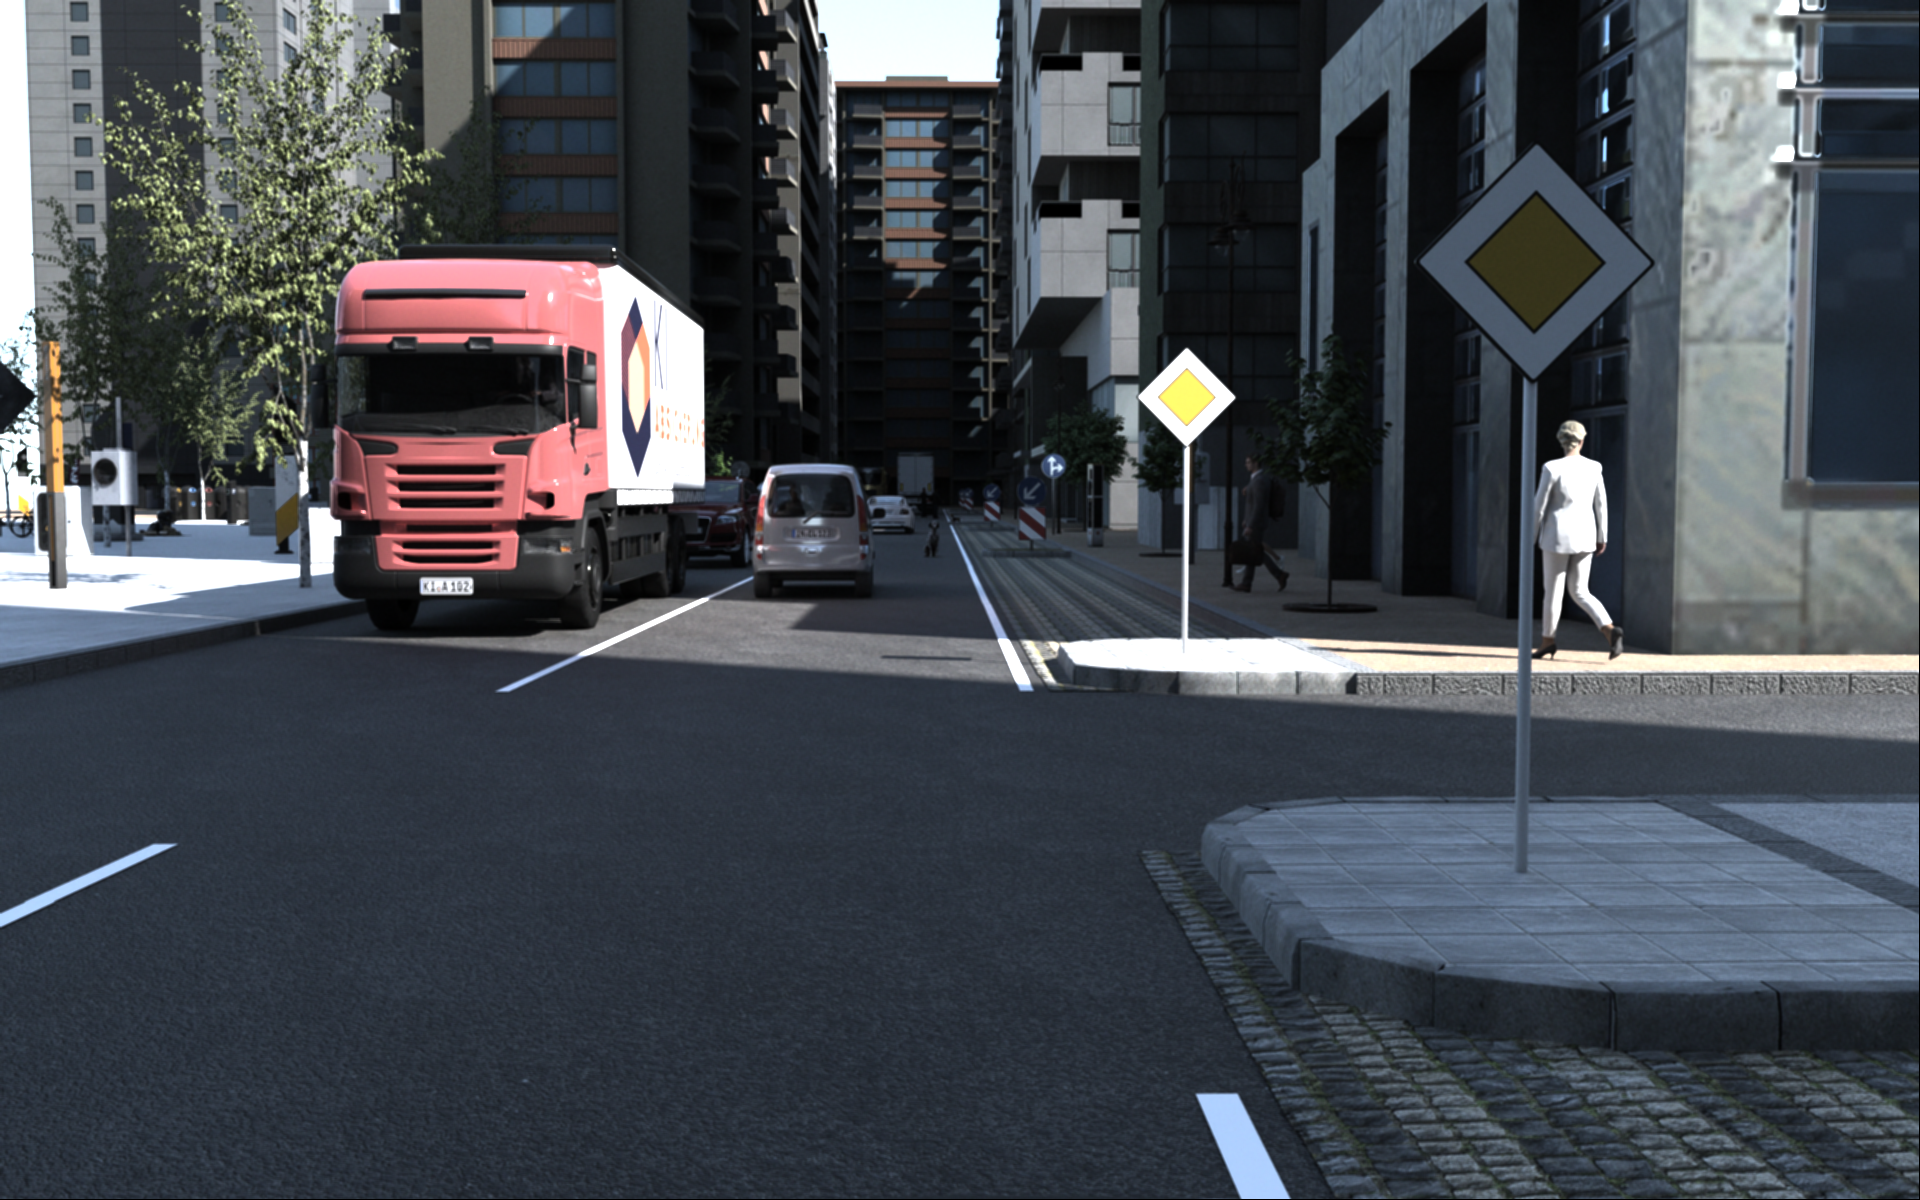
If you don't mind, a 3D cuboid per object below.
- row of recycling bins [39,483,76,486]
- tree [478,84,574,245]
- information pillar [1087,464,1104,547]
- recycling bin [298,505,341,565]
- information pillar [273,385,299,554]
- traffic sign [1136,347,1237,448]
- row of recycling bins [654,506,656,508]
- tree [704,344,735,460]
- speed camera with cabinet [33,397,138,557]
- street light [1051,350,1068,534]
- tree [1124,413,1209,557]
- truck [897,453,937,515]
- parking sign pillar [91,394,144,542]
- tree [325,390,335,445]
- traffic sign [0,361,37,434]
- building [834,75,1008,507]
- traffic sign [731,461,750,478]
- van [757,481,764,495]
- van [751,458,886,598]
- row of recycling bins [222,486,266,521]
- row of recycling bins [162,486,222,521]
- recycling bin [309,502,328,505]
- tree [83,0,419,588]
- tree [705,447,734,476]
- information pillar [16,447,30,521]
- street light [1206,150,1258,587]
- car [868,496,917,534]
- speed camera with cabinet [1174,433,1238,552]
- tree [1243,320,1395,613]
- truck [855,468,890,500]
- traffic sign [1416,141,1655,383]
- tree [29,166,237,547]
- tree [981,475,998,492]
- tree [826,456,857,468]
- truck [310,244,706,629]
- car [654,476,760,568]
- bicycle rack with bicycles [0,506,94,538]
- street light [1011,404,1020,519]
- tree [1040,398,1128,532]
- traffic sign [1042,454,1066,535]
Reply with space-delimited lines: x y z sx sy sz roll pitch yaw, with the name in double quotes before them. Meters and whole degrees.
"row of recycling bins" -32.719 -3.405 62.787 1.069 1.692 3.534 -1 4 -16
"tree" -9.192 -4.994 32.007 4.737 8.622 4.395 0 3 0
"information pillar" 3.292 -2.300 42.098 0.304 2.012 0.304 -1 4 -21
"recycling bin" -11.760 -1.179 31.832 0.722 1.027 0.722 -1 4 -20
"information pillar" -14.455 -2.800 37.131 0.504 3.616 0.183 0 4 3
"traffic sign" 1.815 -0.708 13.773 0.795 2.593 0.064 0 4 -1
"row of recycling bins" -13.705 -4.184 75.529 1.069 1.692 3.534 0 4 0
"tree" -13.000 -8.111 82.973 4.737 8.622 4.395 0 3 0
"speed camera with cabinet" -17.858 -2.507 35.331 2.038 3.252 0.660 1 4 11
"street light" 3.202 -5.086 55.946 0.468 5.910 1.993 0 4 -1
"tree" 4.090 -2.510 35.636 1.663 3.219 1.824 0 3 0
"truck" -3.069 -8.199 122.969 2.839 4.237 11.283 0 4 0
"parking sign pillar" -23.192 -3.604 47.400 1.447 3.967 1.447 2 4 32
"tree" -28.288 -8.073 82.350 4.360 8.622 3.978 0 3 0
"traffic sign" -7.678 -0.702 13.666 0.795 2.593 0.064 0 4 -1
"building" -5.215 -32.395 184.283 28.867 44.769 22.147 0 4 -1
"traffic sign" -8.499 -4.089 66.965 0.768 2.556 0.104 0 4 7
"van" -5.060 -2.569 49.009 2.013 2.044 4.112 0 4 1
"van" -2.094 -1.121 25.343 2.013 2.044 4.112 0 4 -3
"row of recycling bins" -34.902 -4.785 85.352 1.069 1.692 3.534 0 4 2
"row of recycling bins" -37.386 -4.757 84.882 1.069 1.692 3.534 2 4 34
"recycling bin" -21.070 -2.693 56.586 0.722 1.027 0.722 -2 4 -28
"tree" -9.235 -4.473 23.501 4.737 8.622 4.395 0 3 0
"tree" -9.835 -4.687 71.235 1.663 3.219 1.824 0 3 0
"information pillar" -45.269 -5.648 83.699 0.504 3.616 0.183 -2 4 -23
"street light" 3.710 -3.119 23.791 0.468 5.910 1.993 0 4 -1
"car" -2.632 -3.122 63.408 2.083 1.381 4.827 0 3 0
"speed camera with cabinet" 5.558 -2.734 39.033 0.660 3.252 2.038 3 4 36
"tree" 4.193 -1.501 19.137 1.663 3.219 1.824 0 3 0
"truck" -6.829 -8.127 128.806 3.469 3.379 9.791 0 4 -1
"traffic sign" 1.923 -0.220 5.789 0.795 2.593 0.064 0 4 -1
"tree" -20.642 -5.594 41.817 4.737 8.622 4.395 0 3 0
"tree" 2.920 -10.486 166.049 1.663 3.219 1.824 0 3 0
"tree" -10.194 -9.974 146.795 4.285 4.588 4.351 0 3 0
"truck" -5.126 -2.011 21.787 2.839 4.237 11.283 0 4 -1
"car" -5.123 -1.638 35.454 2.281 1.827 5.304 0 4 1
"bicycle rack with bicycles" -27.603 -2.395 52.538 2.852 0.926 2.925 3 5 43
"street light" 2.846 -7.081 88.558 0.468 5.910 1.993 0 4 -1
"tree" 4.339 -4.643 59.620 4.285 4.588 4.351 0 3 0
"traffic sign" 2.954 -3.334 54.614 0.768 2.556 0.104 0 4 2
